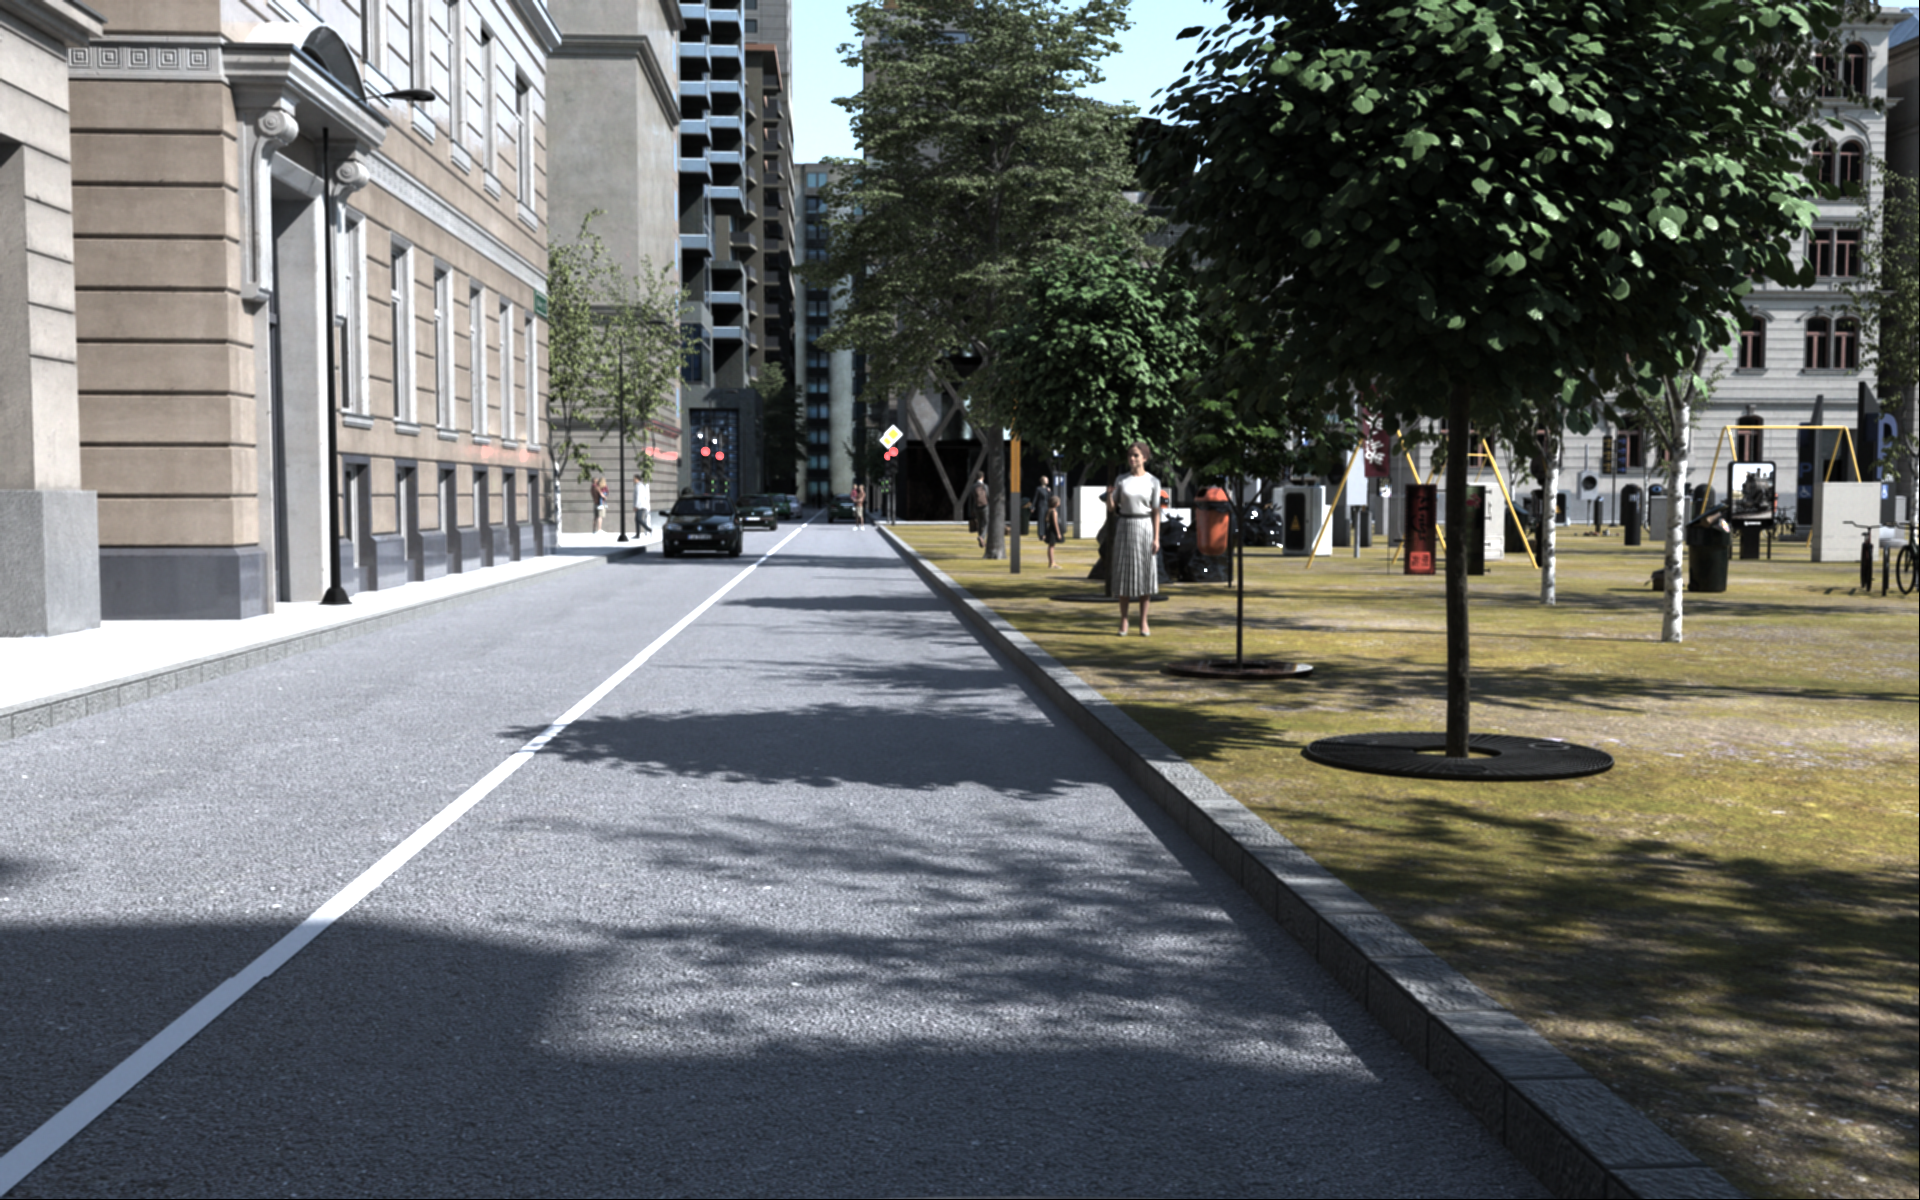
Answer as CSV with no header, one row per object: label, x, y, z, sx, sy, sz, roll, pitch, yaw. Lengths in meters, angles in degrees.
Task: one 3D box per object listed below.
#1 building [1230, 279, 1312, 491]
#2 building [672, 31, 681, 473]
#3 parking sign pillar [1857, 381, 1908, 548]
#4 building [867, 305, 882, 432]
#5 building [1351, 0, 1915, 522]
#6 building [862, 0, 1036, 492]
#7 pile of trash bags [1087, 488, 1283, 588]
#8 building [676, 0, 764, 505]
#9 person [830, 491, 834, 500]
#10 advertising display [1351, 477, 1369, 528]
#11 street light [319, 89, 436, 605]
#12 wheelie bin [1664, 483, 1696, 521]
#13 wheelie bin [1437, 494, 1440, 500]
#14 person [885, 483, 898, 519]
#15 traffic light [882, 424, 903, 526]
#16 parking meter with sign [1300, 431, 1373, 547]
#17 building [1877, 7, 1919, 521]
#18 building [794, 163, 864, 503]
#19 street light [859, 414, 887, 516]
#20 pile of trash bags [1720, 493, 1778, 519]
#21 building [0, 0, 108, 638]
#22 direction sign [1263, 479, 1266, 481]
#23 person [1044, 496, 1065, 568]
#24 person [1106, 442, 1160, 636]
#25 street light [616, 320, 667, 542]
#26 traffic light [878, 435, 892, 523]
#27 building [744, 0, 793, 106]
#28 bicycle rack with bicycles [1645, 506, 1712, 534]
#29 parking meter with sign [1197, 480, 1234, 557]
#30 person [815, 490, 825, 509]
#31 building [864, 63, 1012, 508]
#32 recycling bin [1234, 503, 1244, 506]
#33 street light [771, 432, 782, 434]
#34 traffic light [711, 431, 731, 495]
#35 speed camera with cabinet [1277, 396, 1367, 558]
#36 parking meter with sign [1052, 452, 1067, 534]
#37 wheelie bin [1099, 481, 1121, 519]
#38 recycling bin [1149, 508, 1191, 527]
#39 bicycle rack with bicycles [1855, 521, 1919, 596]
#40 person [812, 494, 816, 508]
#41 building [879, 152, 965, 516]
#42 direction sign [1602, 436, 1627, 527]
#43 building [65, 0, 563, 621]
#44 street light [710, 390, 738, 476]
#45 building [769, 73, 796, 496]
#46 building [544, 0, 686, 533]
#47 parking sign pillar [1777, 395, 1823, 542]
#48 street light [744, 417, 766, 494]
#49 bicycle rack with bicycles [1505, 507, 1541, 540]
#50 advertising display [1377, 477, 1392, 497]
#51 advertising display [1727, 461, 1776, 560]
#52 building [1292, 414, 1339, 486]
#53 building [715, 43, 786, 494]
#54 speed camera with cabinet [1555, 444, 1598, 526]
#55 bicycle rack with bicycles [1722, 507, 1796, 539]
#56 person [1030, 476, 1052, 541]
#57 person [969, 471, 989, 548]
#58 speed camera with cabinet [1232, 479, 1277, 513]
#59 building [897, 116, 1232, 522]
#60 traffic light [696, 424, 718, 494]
building,29.830,-31.987,214.867,23.993,40.220,32.217,0,4,-4
building,-21.040,-26.430,82.247,14.600,45.320,14.200,0,4,-4
parking sign pillar,22.149,-3.264,41.843,1.447,3.967,1.447,-3,5,-39
building,-0.040,-19.390,136.113,14.460,24.649,34.723,0,4,-4
building,31.980,-18.310,86.758,23.554,28.519,14.401,0,4,-4
building,-1.434,-41.097,213.928,21.231,58.520,28.212,0,4,-4
pile of trash bags,3.141,-0.930,24.965,1.912,1.369,3.447,-1,4,-13
building,-24.654,-49.250,117.905,22.319,86.520,31.000,0,4,-4
person,-14.616,-11.615,198.930,0.721,1.766,1.217,-2,4,-34
advertising display,15.067,-3.704,65.774,0.974,1.923,0.123,-1,4,-18
street light,-6.716,-2.902,19.989,1.470,5.913,1.316,0,4,-4
wheelie bin,20.562,-2.544,49.506,0.693,1.594,0.980,-2,4,-33
wheelie bin,14.921,-2.918,55.614,0.980,1.594,0.693,3,4,38
person,-3.482,-4.914,86.377,0.794,1.824,0.713,1,4,18
traffic light,-2.708,-4.956,69.948,0.839,4.253,0.868,0,4,-4
parking meter with sign,9.136,-2.803,42.097,1.738,3.016,0.543,2,4,28
building,56.537,-17.740,87.307,25.104,27.353,12.463,0,4,-4
building,-26.736,-38.386,247.211,30.456,49.044,23.786,0,4,-4
street light,-4.955,-7.818,100.370,1.470,5.913,1.316,0,4,-4
pile of trash bags,32.573,-3.814,72.118,3.447,1.369,1.912,-1,4,-18
building,-13.666,-13.261,4.201,14.401,28.519,23.554,0,4,-4
direction sign,18.812,-7.163,109.104,0.876,3.537,0.379,1,4,21
person,1.652,-1.187,30.112,0.373,1.253,0.362,0,4,-4
person,1.556,-0.549,15.593,0.480,1.755,0.524,0,4,8
street light,-8.501,-4.512,46.314,1.470,5.913,1.316,0,4,-4
traffic light,-3.247,-5.443,77.915,0.839,4.253,0.868,0,4,-4
building,-31.296,-47.579,216.160,20.611,71.187,20.563,0,4,-4
bicycle rack with bicycles,23.254,-2.475,53.845,2.852,0.926,2.925,-3,4,-36
parking meter with sign,5.257,-2.432,36.024,0.543,3.016,1.738,-1,4,-13
person,-13.623,-9.762,168.132,0.705,1.821,1.348,3,5,40
building,-2.297,-29.654,168.430,14.154,41.232,14.086,0,4,-4
recycling bin,9.642,-2.976,61.218,0.722,1.027,0.722,1,4,19
street light,-14.048,-9.619,129.816,1.470,5.913,1.316,0,4,-4
traffic light,-10.690,-5.411,77.397,0.839,4.253,0.868,0,4,-4
speed camera with cabinet,7.451,-2.516,35.466,0.660,3.252,2.038,-2,4,-27
parking meter with sign,3.263,-3.676,56.363,0.543,3.016,1.738,0,4,5
wheelie bin,3.691,-1.963,40.001,0.980,1.594,0.693,1,4,14
recycling bin,3.590,-1.107,30.654,0.722,1.027,0.722,-2,4,-34
bicycle rack with bicycles,12.647,-0.531,22.059,2.852,0.926,2.925,2,4,30
person,-15.457,-10.497,183.351,0.421,1.427,0.697,-1,4,-9
building,-0.089,-15.851,108.309,9.793,20.994,18.267,0,4,-4
direction sign,25.512,-4.622,67.565,0.876,3.537,0.379,1,4,11
building,-14.171,-14.685,26.006,13.634,28.700,20.117,0,4,-4
street light,-10.633,-6.429,77.654,1.470,5.913,1.316,0,4,-4
building,-29.204,-34.705,191.135,21.300,48.544,21.600,0,4,-4
building,-27.688,-14.835,61.630,34.723,24.649,14.460,0,4,-4
parking sign pillar,22.883,-3.559,46.666,1.447,3.967,1.447,2,4,34
street light,-12.373,-8.032,103.861,1.470,5.913,1.316,0,4,-4
bicycle rack with bicycles,15.446,-2.208,49.490,2.925,0.926,2.852,0,4,-5
advertising display,16.413,-3.781,67.034,0.123,1.923,0.974,3,5,42
advertising display,15.481,-1.755,33.906,0.974,1.923,0.123,-1,4,-11
building,52.520,-36.602,222.141,21.600,48.544,21.300,0,4,-4
building,-28.211,-31.281,166.073,22.147,44.769,28.867,0,4,-4
speed camera with cabinet,24.192,-4.547,68.687,2.038,3.252,0.660,0,4,2
bicycle rack with bicycles,23.755,-2.216,49.613,2.852,0.926,2.925,0,4,2
person,2.253,-2.525,47.751,0.534,1.772,0.576,3,5,40
person,0.484,-2.178,41.616,0.622,1.834,0.822,2,4,24
speed camera with cabinet,8.225,-3.134,45.570,2.038,3.252,0.660,1,4,20
building,5.504,-13.375,86.128,16.811,18.784,16.820,0,4,-4
traffic light,-10.151,-4.924,69.430,0.839,4.253,0.868,0,4,-4
